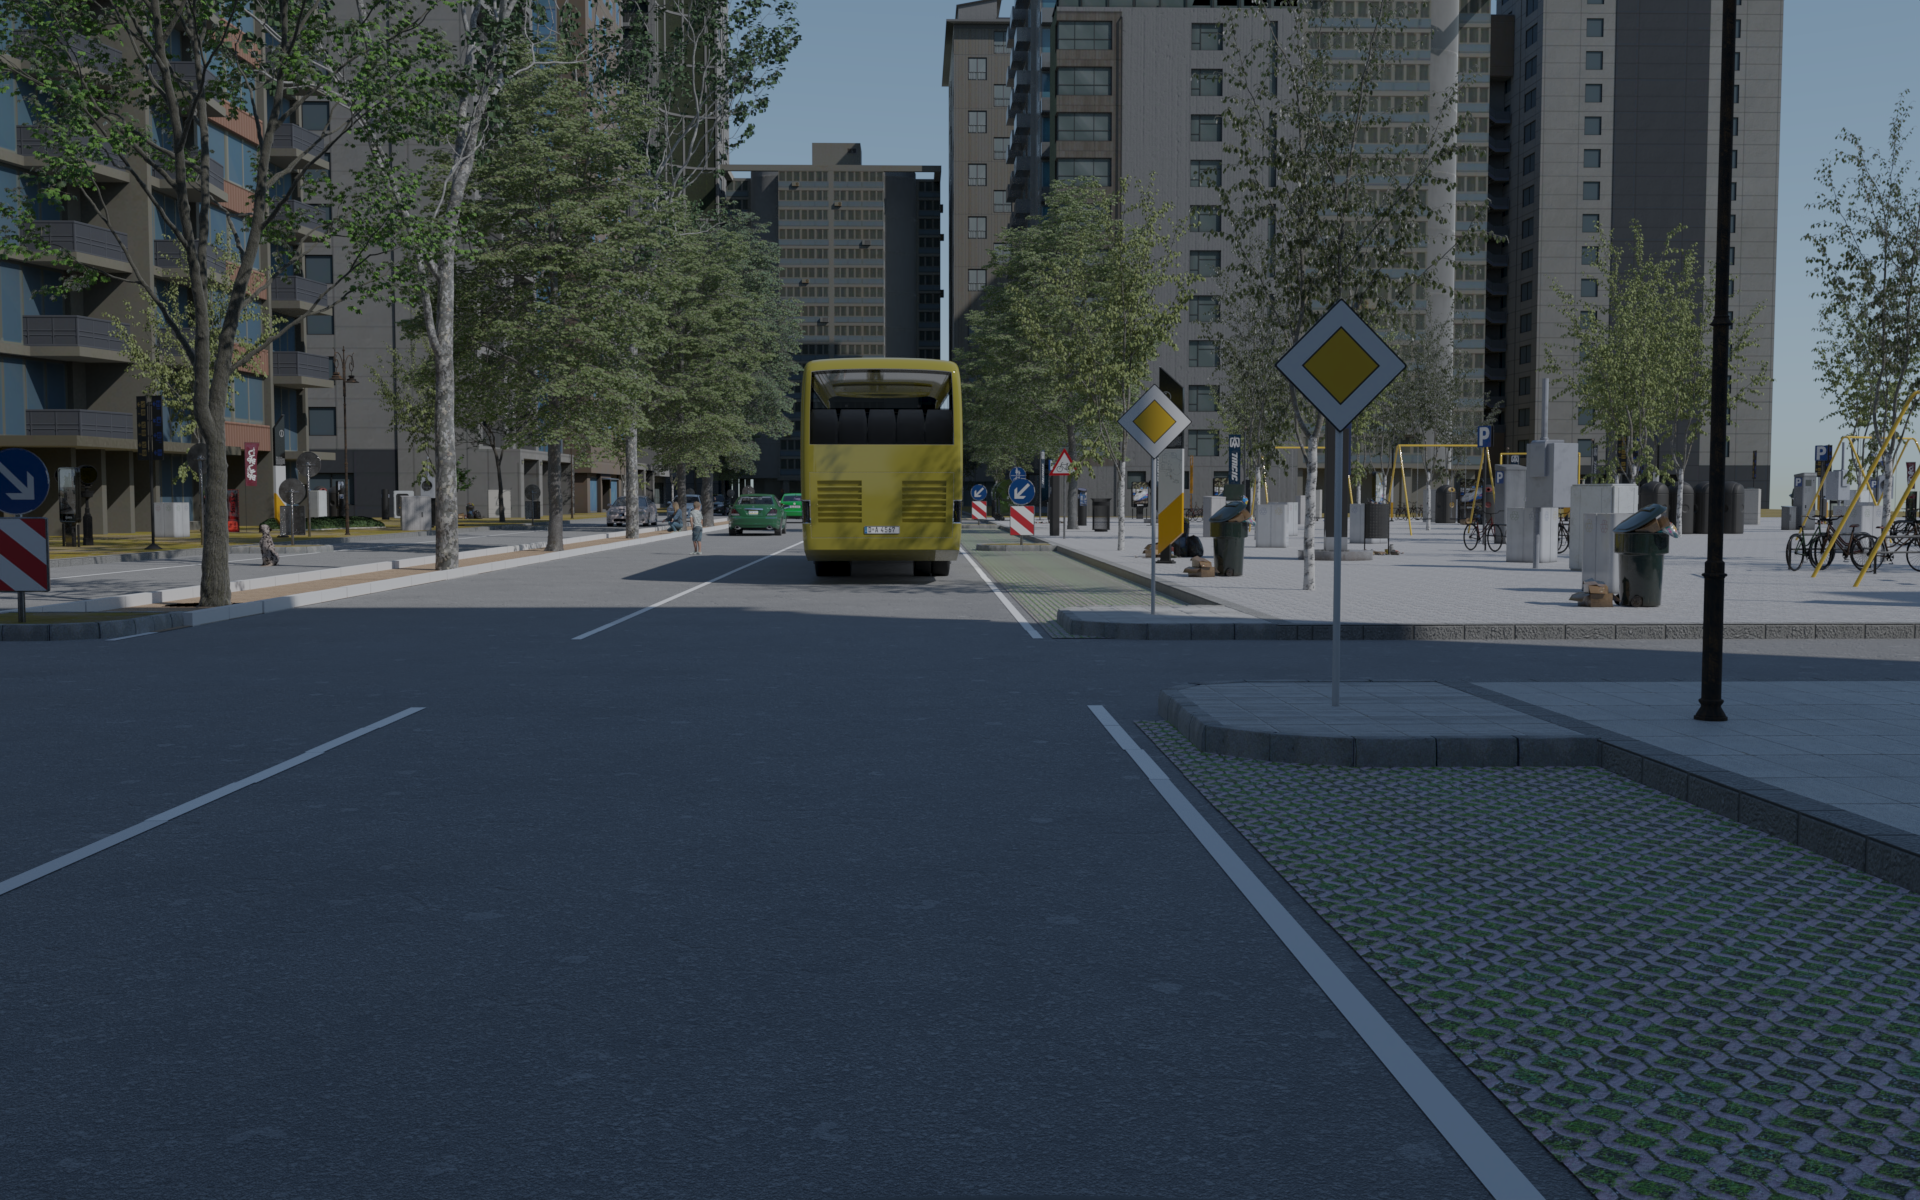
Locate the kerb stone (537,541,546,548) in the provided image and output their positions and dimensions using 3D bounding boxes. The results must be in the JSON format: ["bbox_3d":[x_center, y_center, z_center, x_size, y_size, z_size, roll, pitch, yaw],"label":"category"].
[{"bbox_3d":[-11.188,-1.444,45.809,0.120,0.150,1.000,0,4,-2],"label":"kerb stone"}]

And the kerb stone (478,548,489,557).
[{"bbox_3d":[-11.028,-1.068,39.654,0.120,0.150,1.000,0,4,-2],"label":"kerb stone"}]

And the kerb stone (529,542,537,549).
[{"bbox_3d":[-11.166,-1.376,44.785,0.120,0.150,1.000,0,4,-2],"label":"kerb stone"}]

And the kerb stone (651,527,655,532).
[{"bbox_3d":[-11.721,-2.635,65.272,0.120,0.150,1.000,0,4,-2],"label":"kerb stone"}]

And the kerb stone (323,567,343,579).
[{"bbox_3d":[-10.748,-0.442,29.419,0.120,0.150,1.000,0,4,-2],"label":"kerb stone"}]

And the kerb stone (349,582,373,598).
[{"bbox_3d":[-8.510,-0.132,24.357,0.120,0.150,1.000,0,4,-2],"label":"kerb stone"}]

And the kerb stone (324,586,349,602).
[{"bbox_3d":[-8.485,-0.065,23.325,0.120,0.150,1.000,0,4,-2],"label":"kerb stone"}]

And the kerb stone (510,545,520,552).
[{"bbox_3d":[-11.104,-1.253,42.735,0.120,0.150,1.000,0,4,-2],"label":"kerb stone"}]

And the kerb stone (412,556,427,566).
[{"bbox_3d":[-10.885,-0.755,34.533,0.120,0.150,1.000,0,4,-2],"label":"kerb stone"}]

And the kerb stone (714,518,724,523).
[{"bbox_3d":[-12.358,-4.075,88.843,0.120,0.150,1.000,0,4,-2],"label":"kerb stone"}]

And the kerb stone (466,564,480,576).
[{"bbox_3d":[-8.679,-0.508,30.502,0.120,0.150,1.000,0,4,-2],"label":"kerb stone"}]

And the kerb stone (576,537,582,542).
[{"bbox_3d":[-11.336,-1.757,50.928,0.120,0.150,1.000,0,4,-2],"label":"kerb stone"}]

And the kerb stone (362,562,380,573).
[{"bbox_3d":[-10.807,-0.566,31.462,0.120,0.150,1.000,0,4,-2],"label":"kerb stone"}]

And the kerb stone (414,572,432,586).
[{"bbox_3d":[-8.596,-0.320,27.424,0.120,0.150,1.000,0,4,-2],"label":"kerb stone"}]

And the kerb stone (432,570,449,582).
[{"bbox_3d":[-8.626,-0.383,28.453,0.120,0.150,1.000,0,4,-2],"label":"kerb stone"}]

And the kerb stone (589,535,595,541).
[{"bbox_3d":[-11.381,-1.883,52.977,0.120,0.150,1.000,0,4,-2],"label":"kerb stone"}]

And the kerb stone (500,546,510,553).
[{"bbox_3d":[-11.080,-1.191,41.706,0.120,0.150,1.000,0,4,-2],"label":"kerb stone"}]

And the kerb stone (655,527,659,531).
[{"bbox_3d":[-11.748,-2.698,66.303,0.120,0.150,1.000,0,4,-2],"label":"kerb stone"}]

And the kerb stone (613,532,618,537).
[{"bbox_3d":[-11.503,-2.133,57.074,0.120,0.150,1.000,0,4,-2],"label":"kerb stone"}]

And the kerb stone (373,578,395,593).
[{"bbox_3d":[-8.535,-0.195,25.379,0.120,0.150,1.000,0,4,-2],"label":"kerb stone"}]

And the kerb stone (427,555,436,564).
[{"bbox_3d":[-10.911,-0.816,35.555,0.120,0.150,1.000,0,4,-2],"label":"kerb stone"}]

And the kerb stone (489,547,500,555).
[{"bbox_3d":[-11.049,-1.130,40.676,0.120,0.150,1.000,0,4,-2],"label":"kerb stone"}]

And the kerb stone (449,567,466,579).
[{"bbox_3d":[-8.649,-0.440,29.475,0.120,0.150,1.000,0,4,-2],"label":"kerb stone"}]

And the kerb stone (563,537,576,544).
[{"bbox_3d":[-11.297,-1.694,49.904,0.120,0.150,1.000,0,4,-2],"label":"kerb stone"}]

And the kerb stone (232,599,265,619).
[{"bbox_3d":[-8.405,0.121,20.247,0.120,0.150,1.000,0,4,-2],"label":"kerb stone"}]

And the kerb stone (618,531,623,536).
[{"bbox_3d":[-11.526,-2.192,58.106,0.120,0.150,1.000,0,4,-2],"label":"kerb stone"}]

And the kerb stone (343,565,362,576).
[{"bbox_3d":[-10.772,-0.504,30.441,0.120,0.150,1.000,0,4,-2],"label":"kerb stone"}]

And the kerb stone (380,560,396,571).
[{"bbox_3d":[-10.832,-0.630,32.489,0.120,0.150,1.000,0,4,-2],"label":"kerb stone"}]

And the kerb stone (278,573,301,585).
[{"bbox_3d":[-10.689,-0.316,27.363,0.120,0.150,1.000,0,4,-2],"label":"kerb stone"}]

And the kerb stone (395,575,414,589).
[{"bbox_3d":[-8.569,-0.255,26.400,0.120,0.150,1.000,0,4,-2],"label":"kerb stone"}]

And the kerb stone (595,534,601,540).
[{"bbox_3d":[-11.420,-1.945,53.999,0.120,0.150,1.000,0,4,-2],"label":"kerb stone"}]

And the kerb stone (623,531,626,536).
[{"bbox_3d":[-11.554,-2.259,59.128,0.120,0.150,1.000,0,4,-2],"label":"kerb stone"}]

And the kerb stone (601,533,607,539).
[{"bbox_3d":[-11.444,-2.007,55.021,0.120,0.150,1.000,0,4,-2],"label":"kerb stone"}]

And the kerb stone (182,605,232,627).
[{"bbox_3d":[-8.372,0.182,19.223,0.120,0.150,1.000,0,4,-2],"label":"kerb stone"}]

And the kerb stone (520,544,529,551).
[{"bbox_3d":[-11.133,-1.315,43.759,0.120,0.150,1.000,0,4,-2],"label":"kerb stone"}]

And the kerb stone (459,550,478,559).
[{"bbox_3d":[-10.996,-1.005,38.626,0.120,0.150,1.000,0,4,-2],"label":"kerb stone"}]

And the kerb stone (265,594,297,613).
[{"bbox_3d":[-8.419,0.056,21.275,0.120,0.150,1.000,0,4,-2],"label":"kerb stone"}]

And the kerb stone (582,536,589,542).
[{"bbox_3d":[-11.355,-1.820,51.951,0.120,0.150,1.000,0,4,-2],"label":"kerb stone"}]

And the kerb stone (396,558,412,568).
[{"bbox_3d":[-10.854,-0.692,33.511,0.120,0.150,1.000,0,4,-2],"label":"kerb stone"}]

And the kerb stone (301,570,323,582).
[{"bbox_3d":[-10.719,-0.378,28.397,0.120,0.150,1.000,0,4,-2],"label":"kerb stone"}]

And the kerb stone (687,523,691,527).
[{"bbox_3d":[-12.051,-3.384,77.579,0.120,0.150,1.000,0,4,-2],"label":"kerb stone"}]

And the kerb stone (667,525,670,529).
[{"bbox_3d":[-11.828,-2.884,69.370,0.120,0.150,1.000,0,4,-2],"label":"kerb stone"}]

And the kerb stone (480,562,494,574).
[{"bbox_3d":[-8.708,-0.571,31.523,0.120,0.150,1.000,0,4,-2],"label":"kerb stone"}]

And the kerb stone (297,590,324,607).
[{"bbox_3d":[-8.454,-0.005,22.303,0.120,0.150,1.000,0,4,-2],"label":"kerb stone"}]

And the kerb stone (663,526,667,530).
[{"bbox_3d":[-11.799,-2.823,68.349,0.120,0.150,1.000,0,4,-2],"label":"kerb stone"}]

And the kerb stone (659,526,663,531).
[{"bbox_3d":[-11.776,-2.756,67.325,0.120,0.150,1.000,0,4,-2],"label":"kerb stone"}]

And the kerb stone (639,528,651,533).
[{"bbox_3d":[-11.686,-2.572,64.248,0.120,0.150,1.000,0,4,-2],"label":"kerb stone"}]

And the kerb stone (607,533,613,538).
[{"bbox_3d":[-11.470,-2.067,56.048,0.120,0.150,1.000,0,4,-2],"label":"kerb stone"}]

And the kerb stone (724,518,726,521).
[{"bbox_3d":[-12.382,-4.139,89.864,0.120,0.150,1.000,0,4,-2],"label":"kerb stone"}]
